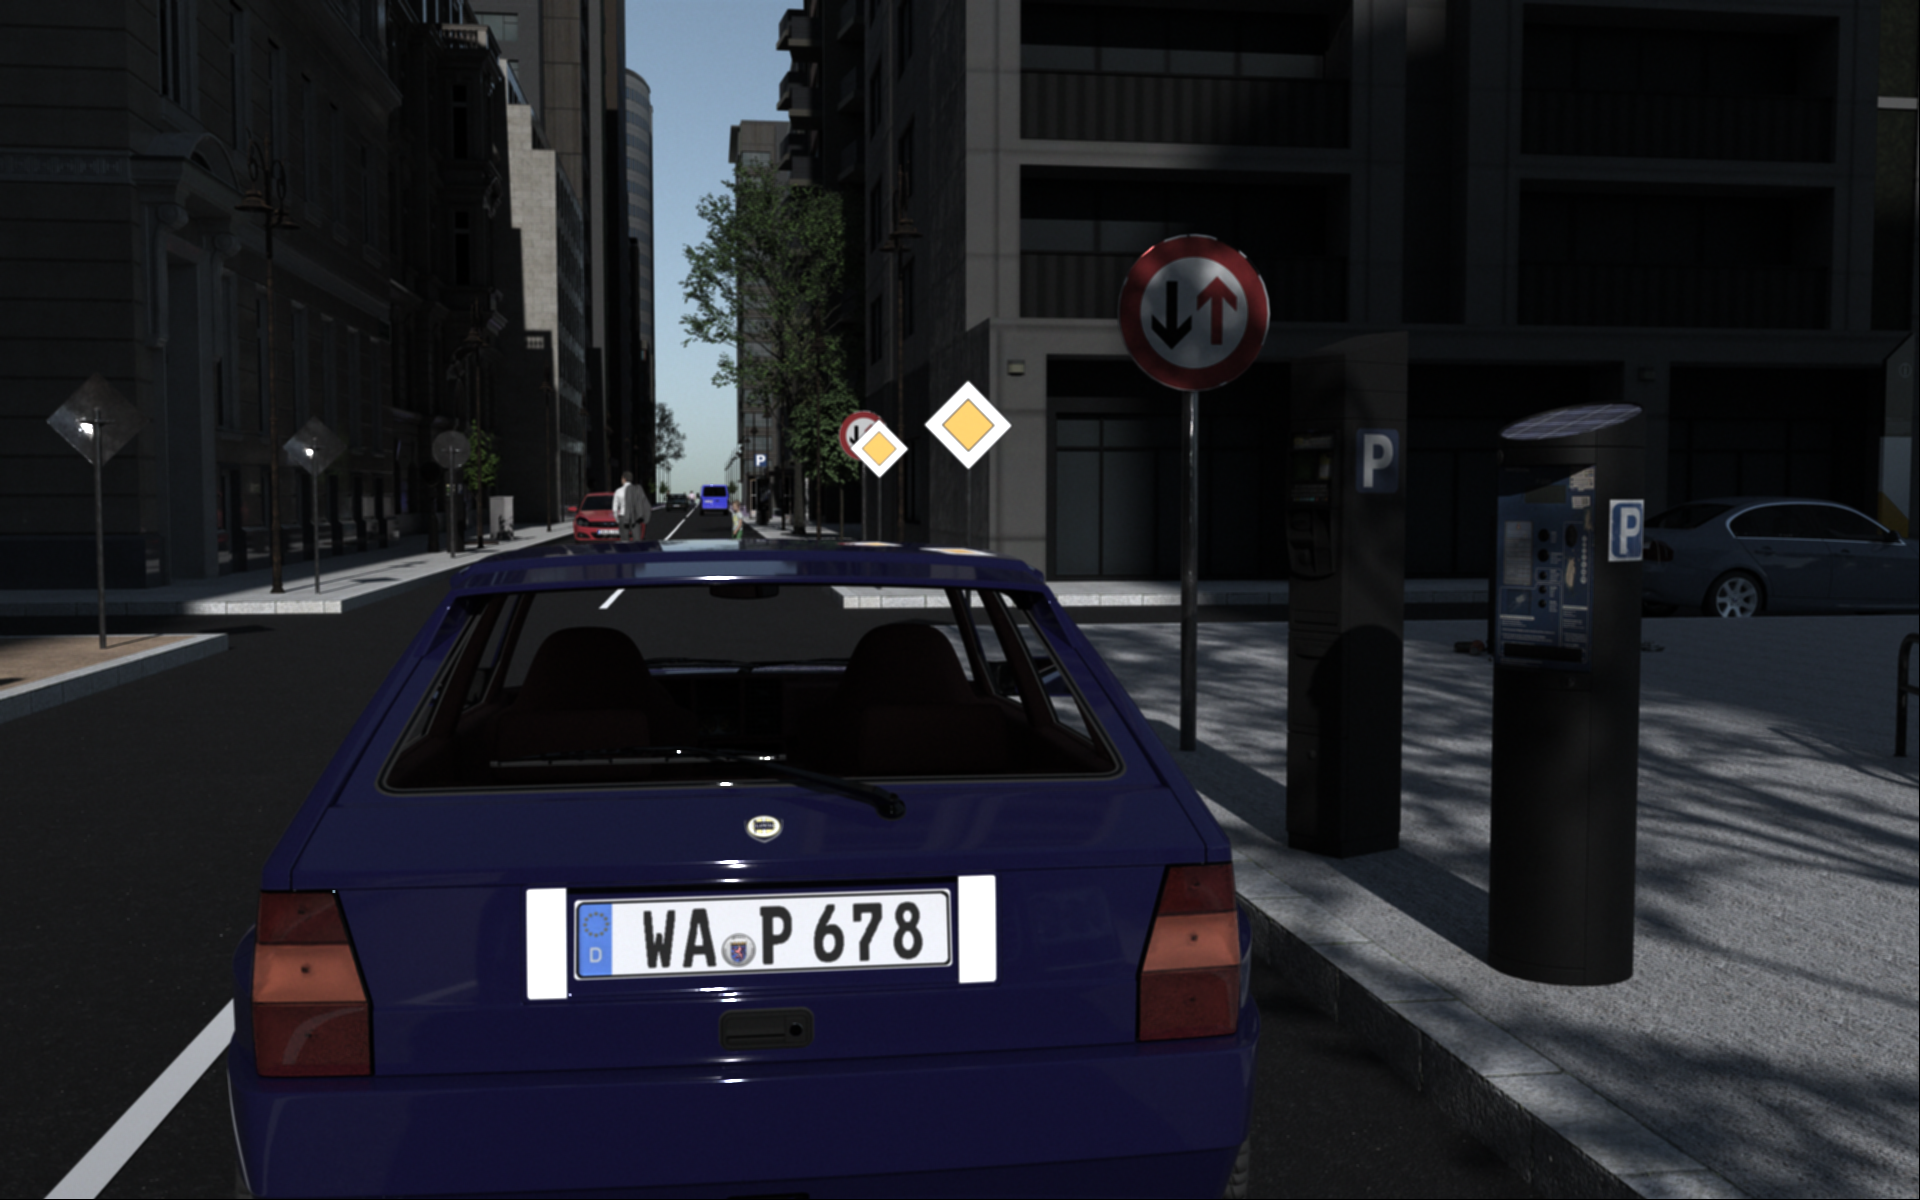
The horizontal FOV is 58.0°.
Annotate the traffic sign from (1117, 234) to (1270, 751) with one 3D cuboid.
[{"bbox_3d":[1.143,-0.519,8.599,0.768,2.556,0.104,0,4,-8],"label":"traffic sign"}]

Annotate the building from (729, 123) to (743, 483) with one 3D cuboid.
[{"bbox_3d":[-17.685,-40.013,243.451,28.713,52.752,27.495,-1,4,-8],"label":"building"}]

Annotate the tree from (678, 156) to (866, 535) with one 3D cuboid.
[{"bbox_3d":[-5.242,-7.874,54.498,9.928,11.665,9.643,0,3,0],"label":"tree"}]

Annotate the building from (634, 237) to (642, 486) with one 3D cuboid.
[{"bbox_3d":[-41.749,-25.359,186.320,14.160,30.474,14.107,-1,4,-8],"label":"building"}]

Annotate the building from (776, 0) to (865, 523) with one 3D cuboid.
[{"bbox_3d":[2.470,-26.247,83.769,22.147,44.769,28.867,-1,4,-8],"label":"building"}]

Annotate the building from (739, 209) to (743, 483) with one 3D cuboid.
[{"bbox_3d":[-16.116,-34.285,215.177,22.147,44.769,28.867,-1,4,-8],"label":"building"}]

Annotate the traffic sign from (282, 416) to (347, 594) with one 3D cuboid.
[{"bbox_3d":[-8.255,-1.135,22.200,0.795,2.450,0.064,-1,4,-8],"label":"traffic sign"}]

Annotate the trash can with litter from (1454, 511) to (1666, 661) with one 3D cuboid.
[{"bbox_3d":[4.890,-0.178,13.961,2.233,1.210,1.678,-1,4,-20],"label":"trash can with litter"}]

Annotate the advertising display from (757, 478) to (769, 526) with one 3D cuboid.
[{"bbox_3d":[-8.050,-4.007,70.727,0.123,1.923,0.974,1,4,16],"label":"advertising display"}]

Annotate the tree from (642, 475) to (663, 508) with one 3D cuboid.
[{"bbox_3d":[-28.706,-10.034,158.651,1.663,3.219,1.824,0,3,0],"label":"tree"}]

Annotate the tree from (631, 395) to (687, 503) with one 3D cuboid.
[{"bbox_3d":[-29.585,-14.018,163.600,8.767,10.594,7.601,0,4,5],"label":"tree"}]

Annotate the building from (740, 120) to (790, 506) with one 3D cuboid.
[{"bbox_3d":[-17.369,-31.183,193.441,14.154,41.232,14.086,-1,4,-8],"label":"building"}]

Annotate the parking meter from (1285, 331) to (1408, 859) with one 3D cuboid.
[{"bbox_3d":[1.381,-0.031,6.213,0.399,1.863,0.255,-3,4,-36],"label":"parking meter"}]

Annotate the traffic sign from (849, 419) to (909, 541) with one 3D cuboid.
[{"bbox_3d":[-1.084,-1.197,23.221,0.795,2.450,0.064,-1,4,-8],"label":"traffic sign"}]

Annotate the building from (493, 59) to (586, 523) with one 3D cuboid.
[{"bbox_3d":[-24.203,-14.042,84.331,10.420,20.320,16.860,-1,4,-8],"label":"building"}]

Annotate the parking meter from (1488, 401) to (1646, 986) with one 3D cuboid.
[{"bbox_3d":[1.625,0.230,4.648,0.372,1.533,0.369,0,3,0],"label":"parking meter"}]

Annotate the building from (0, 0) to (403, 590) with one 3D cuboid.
[{"bbox_3d":[-18.540,-15.004,31.225,13.634,28.700,20.117,-1,4,-8],"label":"building"}]

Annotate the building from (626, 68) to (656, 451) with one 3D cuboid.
[{"bbox_3d":[-52.567,-42.388,235.040,21.231,58.520,28.212,-1,4,-8],"label":"building"}]

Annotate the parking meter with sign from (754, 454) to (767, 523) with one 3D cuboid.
[{"bbox_3d":[-8.722,-4.883,76.099,0.543,3.016,1.738,0,4,-5],"label":"parking meter with sign"}]

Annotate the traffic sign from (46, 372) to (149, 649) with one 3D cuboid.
[{"bbox_3d":[-7.103,-0.652,14.298,0.795,2.450,0.064,-1,4,-8],"label":"traffic sign"}]

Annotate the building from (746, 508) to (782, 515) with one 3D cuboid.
[{"bbox_3d":[-0.776,-27.267,137.697,32.217,40.220,23.993,-1,4,-8],"label":"building"}]

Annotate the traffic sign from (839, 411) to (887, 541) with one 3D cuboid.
[{"bbox_3d":[-1.467,-1.616,26.534,0.768,2.556,0.104,0,4,1],"label":"traffic sign"}]

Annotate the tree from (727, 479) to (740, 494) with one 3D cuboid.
[{"bbox_3d":[-28.515,-13.546,216.078,1.663,3.219,1.824,0,3,0],"label":"tree"}]

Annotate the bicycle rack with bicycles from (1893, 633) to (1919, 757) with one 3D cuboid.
[{"bbox_3d":[5.474,0.356,7.562,2.852,0.926,2.925,1,4,11],"label":"bicycle rack with bicycles"}]

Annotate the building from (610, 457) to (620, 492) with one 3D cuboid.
[{"bbox_3d":[-34.181,-41.550,117.595,20.563,71.187,20.611,-1,4,-8],"label":"building"}]

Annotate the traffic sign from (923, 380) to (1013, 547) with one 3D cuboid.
[{"bbox_3d":[0.068,-0.714,15.320,0.795,2.450,0.064,-1,4,-8],"label":"traffic sign"}]

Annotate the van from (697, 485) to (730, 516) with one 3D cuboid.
[{"bbox_3d":[-16.565,-6.861,116.557,2.240,2.365,5.245,-1,4,-9],"label":"van"}]

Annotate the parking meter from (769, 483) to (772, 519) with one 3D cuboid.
[{"bbox_3d":[-9.855,-5.088,88.899,0.399,1.863,0.255,0,4,0],"label":"parking meter"}]

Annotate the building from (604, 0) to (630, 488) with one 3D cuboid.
[{"bbox_3d":[-33.456,-29.721,136.046,14.600,45.320,14.200,-1,4,-8],"label":"building"}]

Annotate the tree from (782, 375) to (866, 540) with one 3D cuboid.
[{"bbox_3d":[-3.356,-3.913,47.697,4.285,4.588,4.351,0,3,0],"label":"tree"}]

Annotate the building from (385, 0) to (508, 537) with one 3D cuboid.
[{"bbox_3d":[-22.961,-14.635,58.364,14.460,24.649,34.723,-1,4,-8],"label":"building"}]

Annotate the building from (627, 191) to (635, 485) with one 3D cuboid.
[{"bbox_3d":[-36.151,-23.187,150.801,14.160,30.474,14.107,-1,4,-8],"label":"building"}]

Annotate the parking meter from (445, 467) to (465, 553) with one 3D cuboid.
[{"bbox_3d":[-11.035,-1.964,37.830,0.255,1.863,0.399,1,4,12],"label":"parking meter"}]

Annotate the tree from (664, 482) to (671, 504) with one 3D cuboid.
[{"bbox_3d":[-38.918,-14.204,226.834,1.663,3.219,1.824,0,3,0],"label":"tree"}]

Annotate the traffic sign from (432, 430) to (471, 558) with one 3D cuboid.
[{"bbox_3d":[-10.177,-2.114,34.677,0.768,2.556,0.104,0,4,-3],"label":"traffic sign"}]

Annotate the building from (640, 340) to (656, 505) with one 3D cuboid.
[{"bbox_3d":[-50.836,-22.136,206.962,27.650,21.520,28.899,-1,4,-8],"label":"building"}]

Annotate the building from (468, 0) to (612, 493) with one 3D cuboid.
[{"bbox_3d":[-28.281,-25.581,101.849,14.154,41.232,14.086,-1,4,-8],"label":"building"}]

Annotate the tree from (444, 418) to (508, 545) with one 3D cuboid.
[{"bbox_3d":[-12.518,-3.045,44.386,1.663,3.219,1.824,0,3,0],"label":"tree"}]

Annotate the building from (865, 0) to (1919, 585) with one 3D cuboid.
[{"bbox_3d":[9.138,-36.409,33.543,20.611,71.187,20.563,-1,4,-8],"label":"building"}]

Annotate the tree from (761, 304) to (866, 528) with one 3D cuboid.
[{"bbox_3d":[-5.569,-7.032,65.330,4.737,8.622,4.395,0,3,0],"label":"tree"}]
